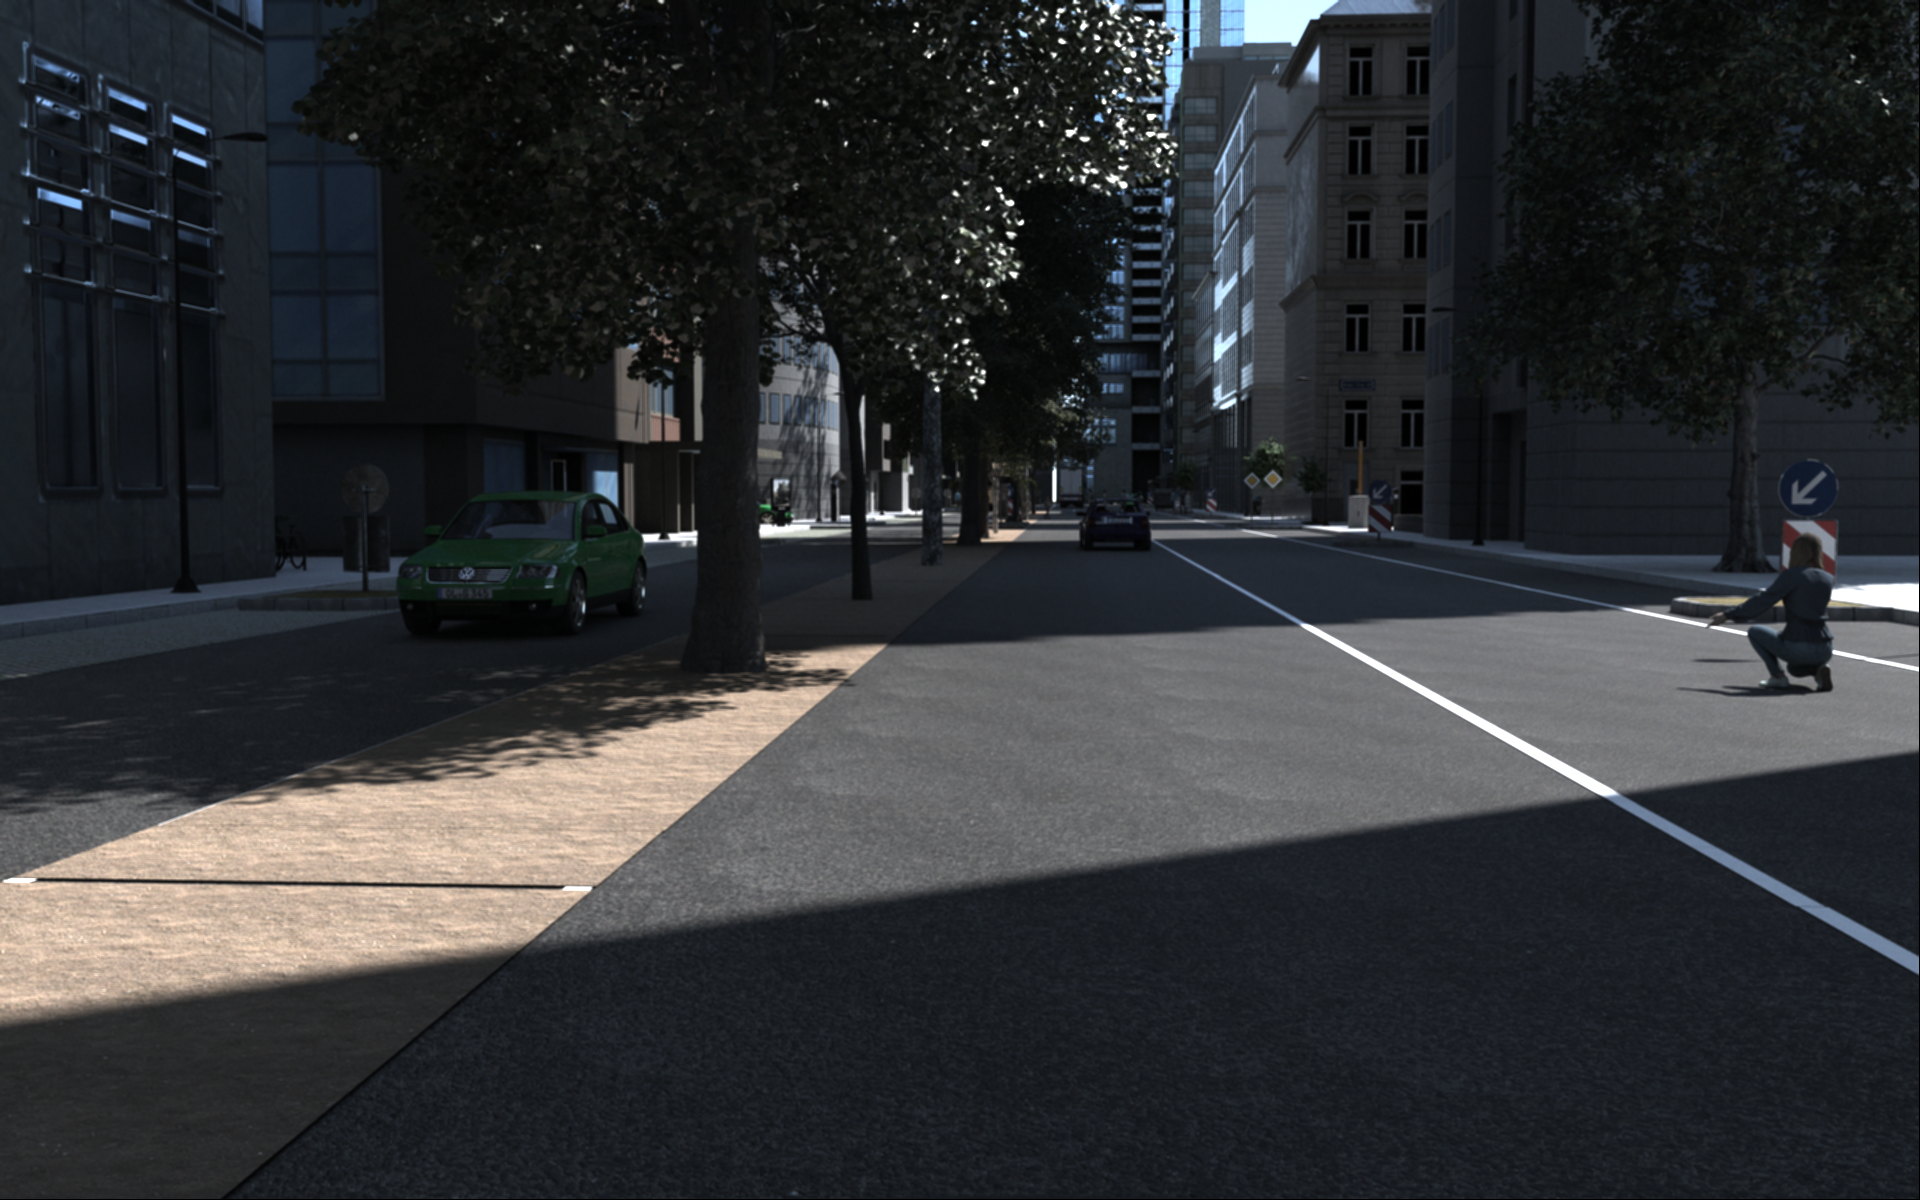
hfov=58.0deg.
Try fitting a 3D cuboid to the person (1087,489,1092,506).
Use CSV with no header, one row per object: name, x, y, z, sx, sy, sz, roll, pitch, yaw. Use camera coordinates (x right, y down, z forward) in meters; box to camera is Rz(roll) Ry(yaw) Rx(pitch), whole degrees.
person,9.739,-7.447,130.433,0.466,1.800,0.511,-1,4,-19

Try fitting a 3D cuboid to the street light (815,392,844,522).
street light,-5.930,-6.528,79.271,1.470,5.913,1.316,0,4,4

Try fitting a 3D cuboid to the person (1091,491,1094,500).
person,15.750,-12.105,206.396,0.705,1.826,1.348,0,4,-5

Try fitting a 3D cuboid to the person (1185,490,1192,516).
person,14.846,-6.295,112.432,0.512,1.701,0.522,0,4,6

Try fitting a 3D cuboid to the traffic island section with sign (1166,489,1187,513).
traffic island section with sign,16.450,-7.409,129.764,1.989,1.847,2.006,0,4,4

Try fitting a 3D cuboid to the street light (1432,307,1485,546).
street light,12.398,-4.315,43.092,1.470,5.913,1.316,0,4,4

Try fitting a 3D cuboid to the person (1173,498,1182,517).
person,13.309,-5.663,106.097,0.505,1.210,0.382,0,4,-5

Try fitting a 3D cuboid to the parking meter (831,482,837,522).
parking meter,-5.884,-4.591,80.776,0.255,1.863,0.399,0,4,-7

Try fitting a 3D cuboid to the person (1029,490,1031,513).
person,5.249,-7.536,132.265,0.362,1.759,0.519,3,5,44

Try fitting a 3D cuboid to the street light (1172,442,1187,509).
street light,19.413,-11.044,153.104,1.470,5.913,1.316,0,4,4

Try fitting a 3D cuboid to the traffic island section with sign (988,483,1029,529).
traffic island section with sign,2.128,-4.314,78.666,2.006,1.907,1.989,0,4,4

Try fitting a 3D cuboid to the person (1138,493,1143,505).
person,15.642,-8.522,150.433,0.503,1.515,0.523,-1,4,-15

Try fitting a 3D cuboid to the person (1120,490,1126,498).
person,13.216,-8.029,140.049,0.678,1.792,0.850,3,5,42

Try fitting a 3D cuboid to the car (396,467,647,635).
car,-4.693,-0.626,19.031,1.959,1.807,4.718,0,4,2

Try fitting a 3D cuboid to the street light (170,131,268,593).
street light,-9.550,-3.046,22.351,1.470,5.913,1.316,0,4,4

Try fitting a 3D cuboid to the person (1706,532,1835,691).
person,6.069,0.072,12.824,1.012,1.151,0.738,0,4,-4

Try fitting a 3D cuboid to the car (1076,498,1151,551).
car,4.025,-1.998,45.254,1.945,1.354,3.894,0,4,2

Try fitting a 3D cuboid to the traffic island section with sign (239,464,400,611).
traffic island section with sign,-7.769,-0.820,22.039,1.989,1.847,2.006,0,4,4

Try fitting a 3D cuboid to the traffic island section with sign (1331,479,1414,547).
traffic island section with sign,11.281,-2.381,47.559,1.989,1.847,2.006,0,4,4

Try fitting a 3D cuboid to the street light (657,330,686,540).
street light,-7.763,-4.640,48.402,1.470,5.913,1.316,0,4,4

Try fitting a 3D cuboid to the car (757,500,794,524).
car,-9.614,-4.073,75.382,4.718,1.807,1.959,0,4,3

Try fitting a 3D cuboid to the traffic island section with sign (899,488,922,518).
traffic island section with sign,-2.606,-5.859,104.422,1.989,1.847,2.006,0,4,4

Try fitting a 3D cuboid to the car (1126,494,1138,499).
car,16.142,-9.518,164.414,1.959,1.807,4.718,0,4,3

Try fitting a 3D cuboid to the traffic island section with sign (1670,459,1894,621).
traffic island section with sign,9.584,-0.725,20.478,1.989,1.847,2.006,0,4,4

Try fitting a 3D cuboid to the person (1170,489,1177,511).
person,17.077,-7.919,137.996,0.620,1.820,0.660,3,5,42

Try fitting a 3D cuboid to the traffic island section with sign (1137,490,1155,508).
traffic island section with sign,19.594,-10.473,179.867,1.989,1.847,2.006,0,4,4

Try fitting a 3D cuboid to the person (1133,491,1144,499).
person,16.628,-9.289,161.191,1.217,1.723,0.721,-1,4,-14

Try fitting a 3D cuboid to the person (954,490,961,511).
person,-0.190,-8.292,144.413,0.601,1.785,0.444,-1,4,-14

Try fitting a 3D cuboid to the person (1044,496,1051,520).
person,4.956,-5.190,97.626,0.475,1.303,0.640,-3,5,-41

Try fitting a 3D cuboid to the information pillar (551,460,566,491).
information pillar,-8.641,-2.008,37.325,0.304,2.012,0.304,-1,4,-9

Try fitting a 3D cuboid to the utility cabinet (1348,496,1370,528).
utility cabinet,14.969,-3.294,65.021,0.306,1.237,1.020,-1,4,-21

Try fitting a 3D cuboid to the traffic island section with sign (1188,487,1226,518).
traffic island section with sign,14.756,-5.764,102.862,1.989,1.847,2.006,0,4,4

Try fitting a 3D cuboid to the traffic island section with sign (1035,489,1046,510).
traffic island section with sign,6.830,-8.900,153.657,2.006,1.907,1.989,0,4,4

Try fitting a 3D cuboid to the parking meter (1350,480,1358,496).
parking meter,15.967,-3.934,70.026,0.399,1.863,0.255,-3,5,-42

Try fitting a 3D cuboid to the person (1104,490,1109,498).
person,12.487,-8.493,147.927,0.524,1.755,0.480,0,4,4

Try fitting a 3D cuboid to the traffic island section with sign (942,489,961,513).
traffic island section with sign,-0.910,-7.504,131.324,1.989,1.847,2.006,0,4,4

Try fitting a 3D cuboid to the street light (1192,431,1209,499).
street light,17.682,-9.444,126.958,1.470,5.913,1.316,0,4,4

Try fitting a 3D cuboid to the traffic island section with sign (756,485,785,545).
traffic island section with sign,-6.057,-2.499,49.486,1.989,1.847,2.006,0,4,4

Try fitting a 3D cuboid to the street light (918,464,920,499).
street light,-2.582,-9.735,131.708,1.470,5.913,1.316,0,4,4

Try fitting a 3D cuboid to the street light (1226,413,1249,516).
street light,15.975,-7.778,99.717,1.470,5.913,1.316,0,4,4

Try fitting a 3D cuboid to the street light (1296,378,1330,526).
street light,14.104,-5.909,69.147,1.470,5.913,1.316,0,4,4

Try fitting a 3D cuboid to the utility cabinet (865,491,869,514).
utility cabinet,-6.278,-6.104,108.475,1.173,1.500,0.318,2,4,27

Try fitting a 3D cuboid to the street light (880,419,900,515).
street light,-4.218,-8.136,105.567,1.470,5.913,1.316,0,4,4

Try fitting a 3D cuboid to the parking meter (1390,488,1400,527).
parking meter,17.079,-3.650,68.092,0.372,1.533,0.369,0,3,0

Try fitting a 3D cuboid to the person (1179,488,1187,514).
person,15.777,-6.971,122.275,0.655,1.846,0.447,-1,4,-9
